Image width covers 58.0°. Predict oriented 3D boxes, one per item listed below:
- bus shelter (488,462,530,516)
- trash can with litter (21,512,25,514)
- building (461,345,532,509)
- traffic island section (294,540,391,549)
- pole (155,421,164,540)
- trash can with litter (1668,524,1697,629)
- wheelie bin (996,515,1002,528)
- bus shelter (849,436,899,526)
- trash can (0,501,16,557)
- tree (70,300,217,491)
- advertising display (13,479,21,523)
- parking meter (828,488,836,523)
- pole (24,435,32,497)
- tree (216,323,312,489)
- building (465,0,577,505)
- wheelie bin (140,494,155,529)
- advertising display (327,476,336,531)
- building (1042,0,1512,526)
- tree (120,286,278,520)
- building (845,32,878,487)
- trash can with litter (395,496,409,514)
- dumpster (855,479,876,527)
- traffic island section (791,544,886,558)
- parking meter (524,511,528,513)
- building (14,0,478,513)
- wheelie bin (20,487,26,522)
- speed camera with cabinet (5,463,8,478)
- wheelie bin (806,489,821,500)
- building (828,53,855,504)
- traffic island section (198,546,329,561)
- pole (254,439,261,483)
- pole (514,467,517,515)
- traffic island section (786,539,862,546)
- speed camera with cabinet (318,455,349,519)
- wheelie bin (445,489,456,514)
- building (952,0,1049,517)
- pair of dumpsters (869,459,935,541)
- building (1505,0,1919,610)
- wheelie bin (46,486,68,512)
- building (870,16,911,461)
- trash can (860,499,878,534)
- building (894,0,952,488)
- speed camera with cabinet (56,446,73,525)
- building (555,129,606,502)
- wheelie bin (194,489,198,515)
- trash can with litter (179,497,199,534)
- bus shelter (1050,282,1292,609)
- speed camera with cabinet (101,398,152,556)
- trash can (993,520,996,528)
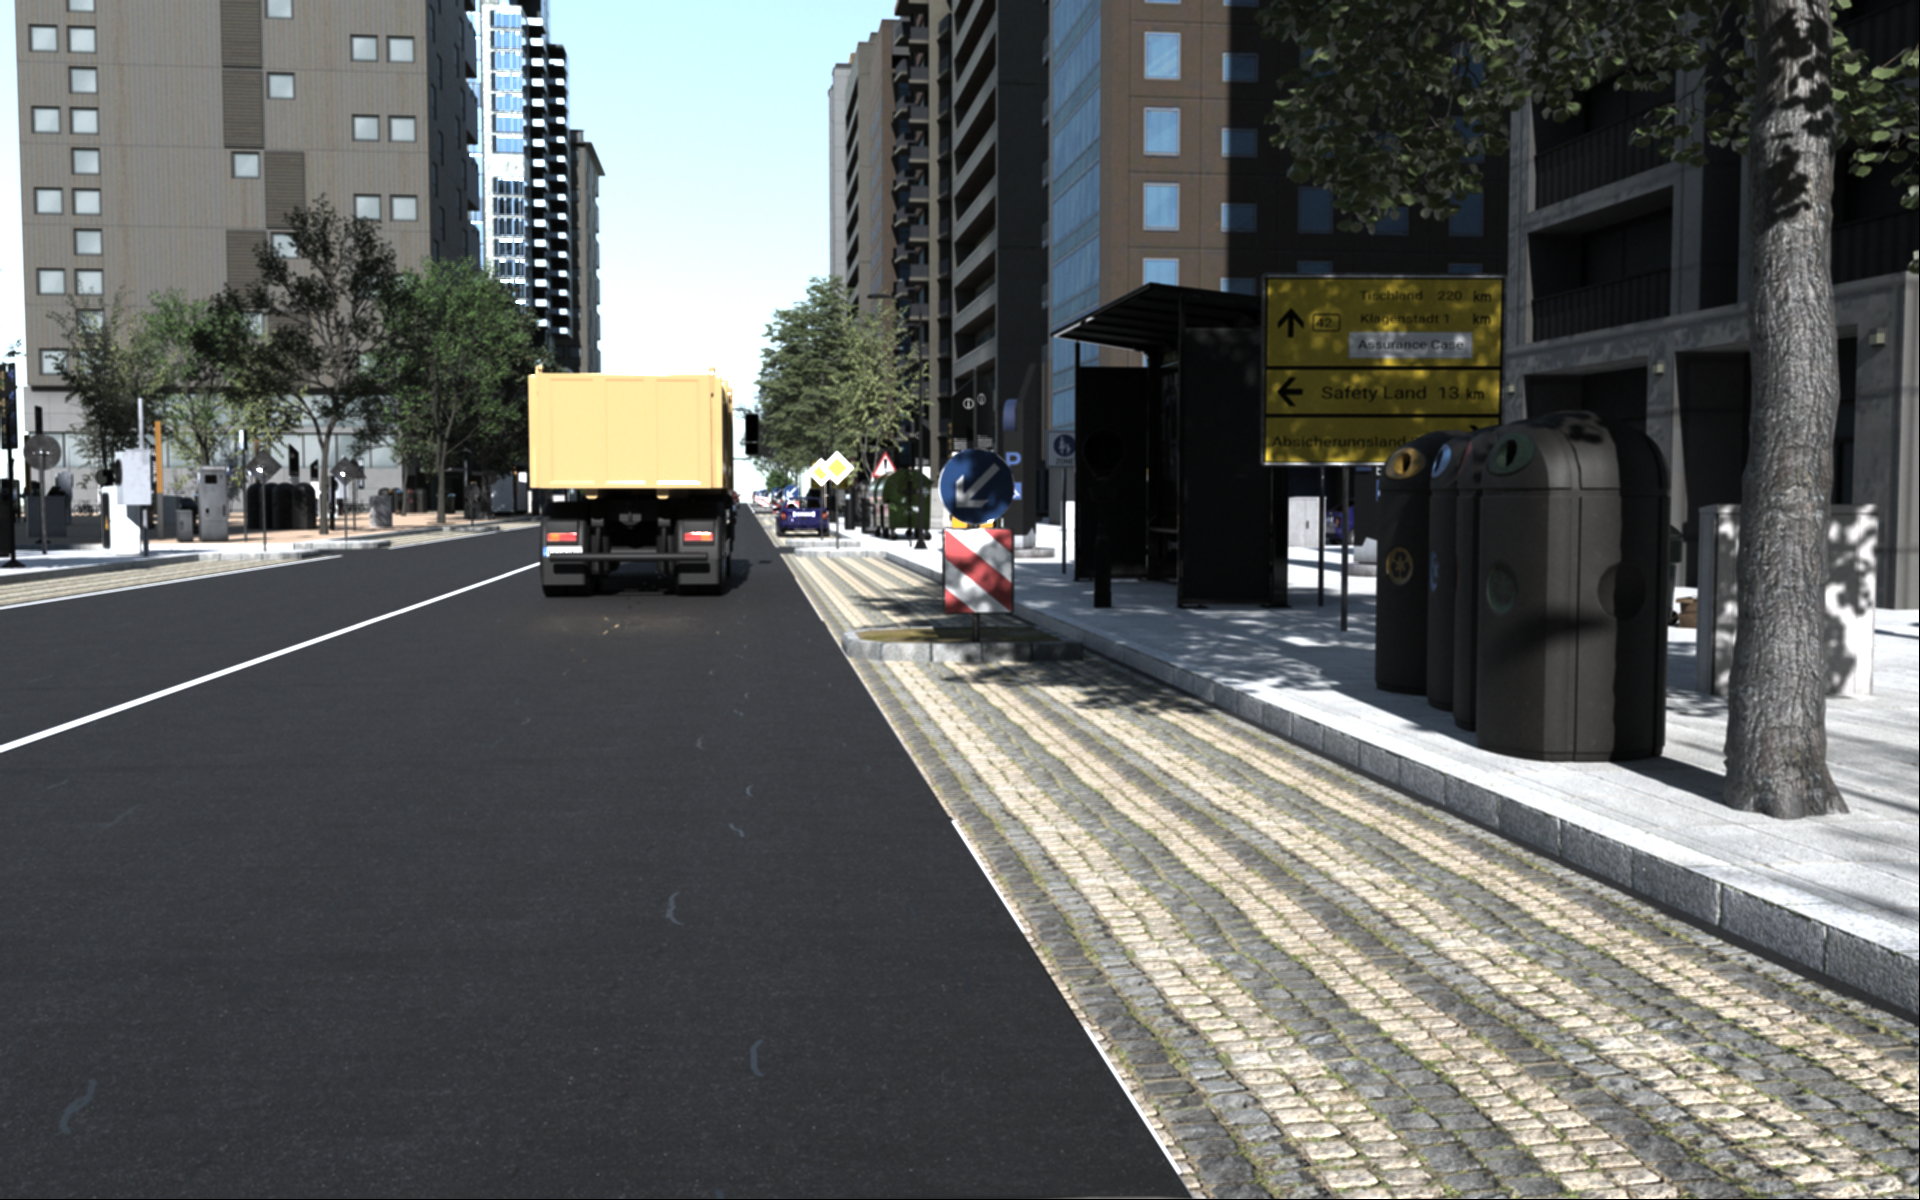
[{"bbox_3d":[-26.697,-6.606,101.926,2.014,3.302,5.546,0,4,-7],"label":"bus shelter"},{"bbox_3d":[-61.439,-6.208,112.554,1.678,1.210,2.233,-3,5,-41],"label":"trash can with litter"},{"bbox_3d":[-55.299,-19.252,159.817,27.650,21.520,28.899,0,4,-7],"label":"building"},{"bbox_3d":[-16.514,-1.484,46.537,2.009,0.180,2.903,0,4,-7],"label":"traffic island section"},{"bbox_3d":[-22.356,-3.335,48.364,0.158,3.312,0.155,0,3,0],"label":"pole"},{"bbox_3d":[6.965,-0.335,16.868,0.624,1.170,1.055,-3,5,-41],"label":"trash can with litter"},{"bbox_3d":[0.999,-2.929,55.796,0.980,1.594,0.693,0,4,-3],"label":"wheelie bin"},{"bbox_3d":[-3.641,-5.030,73.517,1.731,3.624,6.357,0,4,-7],"label":"bus shelter"},{"bbox_3d":[-19.578,-1.438,35.166,0.748,1.137,0.748,0,3,0],"label":"trash can"},{"bbox_3d":[-32.195,-7.114,66.676,4.737,8.622,4.395,0,3,0],"label":"tree"},{"bbox_3d":[-41.862,-4.357,76.450,0.974,1.923,0.123,2,4,24],"label":"advertising display"},{"bbox_3d":[-5.694,-4.213,77.288,0.372,1.533,0.369,0,3,0],"label":"parking meter"},{"bbox_3d":[-32.108,-4.027,59.682,0.158,3.312,0.155,0,3,0],"label":"pole"},{"bbox_3d":[-30.398,-7.636,75.205,4.737,8.622,4.395,0,3,0],"label":"tree"},{"bbox_3d":[-60.629,-55.656,222.647,22.319,86.520,31.000,0,4,-7],"label":"building"},{"bbox_3d":[-29.978,-3.399,63.483,0.693,1.594,0.980,0,4,-2],"label":"wheelie bin"},{"bbox_3d":[-22.219,-3.427,61.241,0.123,1.923,0.974,-2,4,-27],"label":"advertising display"},{"bbox_3d":[11.261,-25.389,65.227,14.200,45.320,14.600,0,4,-7],"label":"building"},{"bbox_3d":[-38.183,-9.890,87.450,9.928,11.665,9.643,0,3,0],"label":"tree"},{"bbox_3d":[-0.600,-34.059,180.561,21.300,48.544,21.600,0,4,-7],"label":"building"},{"bbox_3d":[-35.425,-6.021,109.835,0.624,1.170,1.055,0,4,3],"label":"trash can with litter"},{"bbox_3d":[-3.518,-3.818,68.184,1.264,1.857,1.865,0,4,-7],"label":"dumpster"},{"bbox_3d":[-2.822,-1.096,40.205,2.009,0.180,2.903,0,4,-7],"label":"traffic island section"},{"bbox_3d":[-28.875,-6.515,114.925,0.372,1.533,0.369,0,3,0],"label":"parking meter"},{"bbox_3d":[-51.697,-33.132,130.950,28.713,52.752,27.495,0,4,-7],"label":"building"},{"bbox_3d":[-42.164,-4.328,78.665,0.980,1.594,0.693,-1,4,-20],"label":"wheelie bin"},{"bbox_3d":[-60.709,-7.042,109.480,0.660,3.252,2.038,1,4,22],"label":"speed camera with cabinet"},{"bbox_3d":[-8.502,-5.657,100.407,0.980,1.594,0.693,-2,4,-34],"label":"wheelie bin"},{"bbox_3d":[-7.544,-42.669,239.630,21.231,58.520,28.212,0,4,-7],"label":"building"},{"bbox_3d":[-15.514,-0.999,38.615,2.009,0.180,2.903,0,4,-7],"label":"traffic island section"},{"bbox_3d":[-26.212,-4.331,64.651,0.158,3.312,0.155,0,3,0],"label":"pole"},{"bbox_3d":[-27.257,-6.872,106.202,0.158,3.312,0.155,0,3,0],"label":"pole"},{"bbox_3d":[-3.822,-1.581,48.128,2.009,0.180,2.903,0,4,-7],"label":"traffic island section"},{"bbox_3d":[-32.112,-5.773,88.732,2.038,3.252,0.660,3,5,41],"label":"speed camera with cabinet"},{"bbox_3d":[-33.579,-6.474,113.762,0.980,1.594,0.693,1,4,11],"label":"wheelie bin"},{"bbox_3d":[11.339,-29.563,107.056,21.300,48.544,21.600,0,4,-7],"label":"building"},{"bbox_3d":[-1.668,-2.892,49.779,1.574,2.255,4.437,0,4,-7],"label":"pair of dumpsters"},{"bbox_3d":[19.910,-35.751,22.775,20.563,71.187,20.611,0,4,-7],"label":"building"},{"bbox_3d":[-36.380,-3.786,69.804,0.693,1.594,0.980,0,4,-2],"label":"wheelie bin"},{"bbox_3d":[-0.973,-31.342,162.557,14.600,45.320,14.200,0,4,-7],"label":"building"},{"bbox_3d":[-2.873,-2.702,55.825,0.748,1.137,0.748,0,3,0],"label":"trash can"},{"bbox_3d":[6.160,-29.797,141.807,22.147,44.769,28.867,0,4,-7],"label":"building"},{"bbox_3d":[-37.574,-4.780,72.495,0.660,3.252,2.038,-2,4,-32],"label":"speed camera with cabinet"},{"bbox_3d":[-66.819,-40.556,252.323,28.713,52.752,27.495,0,4,-7],"label":"building"},{"bbox_3d":[-45.862,-5.920,104.699,0.693,1.594,0.980,2,4,28],"label":"wheelie bin"},{"bbox_3d":[-25.046,-2.760,56.518,1.055,1.170,0.624,3,5,45],"label":"trash can with litter"},{"bbox_3d":[2.565,-1.906,22.448,1.731,3.624,6.357,0,4,-7],"label":"bus shelter"},{"bbox_3d":[-17.419,-2.557,36.145,0.660,3.252,2.038,-3,4,-37],"label":"speed camera with cabinet"},{"bbox_3d":[0.541,-1.768,40.554,0.748,1.137,0.748,0,3,0],"label":"trash can"}]
